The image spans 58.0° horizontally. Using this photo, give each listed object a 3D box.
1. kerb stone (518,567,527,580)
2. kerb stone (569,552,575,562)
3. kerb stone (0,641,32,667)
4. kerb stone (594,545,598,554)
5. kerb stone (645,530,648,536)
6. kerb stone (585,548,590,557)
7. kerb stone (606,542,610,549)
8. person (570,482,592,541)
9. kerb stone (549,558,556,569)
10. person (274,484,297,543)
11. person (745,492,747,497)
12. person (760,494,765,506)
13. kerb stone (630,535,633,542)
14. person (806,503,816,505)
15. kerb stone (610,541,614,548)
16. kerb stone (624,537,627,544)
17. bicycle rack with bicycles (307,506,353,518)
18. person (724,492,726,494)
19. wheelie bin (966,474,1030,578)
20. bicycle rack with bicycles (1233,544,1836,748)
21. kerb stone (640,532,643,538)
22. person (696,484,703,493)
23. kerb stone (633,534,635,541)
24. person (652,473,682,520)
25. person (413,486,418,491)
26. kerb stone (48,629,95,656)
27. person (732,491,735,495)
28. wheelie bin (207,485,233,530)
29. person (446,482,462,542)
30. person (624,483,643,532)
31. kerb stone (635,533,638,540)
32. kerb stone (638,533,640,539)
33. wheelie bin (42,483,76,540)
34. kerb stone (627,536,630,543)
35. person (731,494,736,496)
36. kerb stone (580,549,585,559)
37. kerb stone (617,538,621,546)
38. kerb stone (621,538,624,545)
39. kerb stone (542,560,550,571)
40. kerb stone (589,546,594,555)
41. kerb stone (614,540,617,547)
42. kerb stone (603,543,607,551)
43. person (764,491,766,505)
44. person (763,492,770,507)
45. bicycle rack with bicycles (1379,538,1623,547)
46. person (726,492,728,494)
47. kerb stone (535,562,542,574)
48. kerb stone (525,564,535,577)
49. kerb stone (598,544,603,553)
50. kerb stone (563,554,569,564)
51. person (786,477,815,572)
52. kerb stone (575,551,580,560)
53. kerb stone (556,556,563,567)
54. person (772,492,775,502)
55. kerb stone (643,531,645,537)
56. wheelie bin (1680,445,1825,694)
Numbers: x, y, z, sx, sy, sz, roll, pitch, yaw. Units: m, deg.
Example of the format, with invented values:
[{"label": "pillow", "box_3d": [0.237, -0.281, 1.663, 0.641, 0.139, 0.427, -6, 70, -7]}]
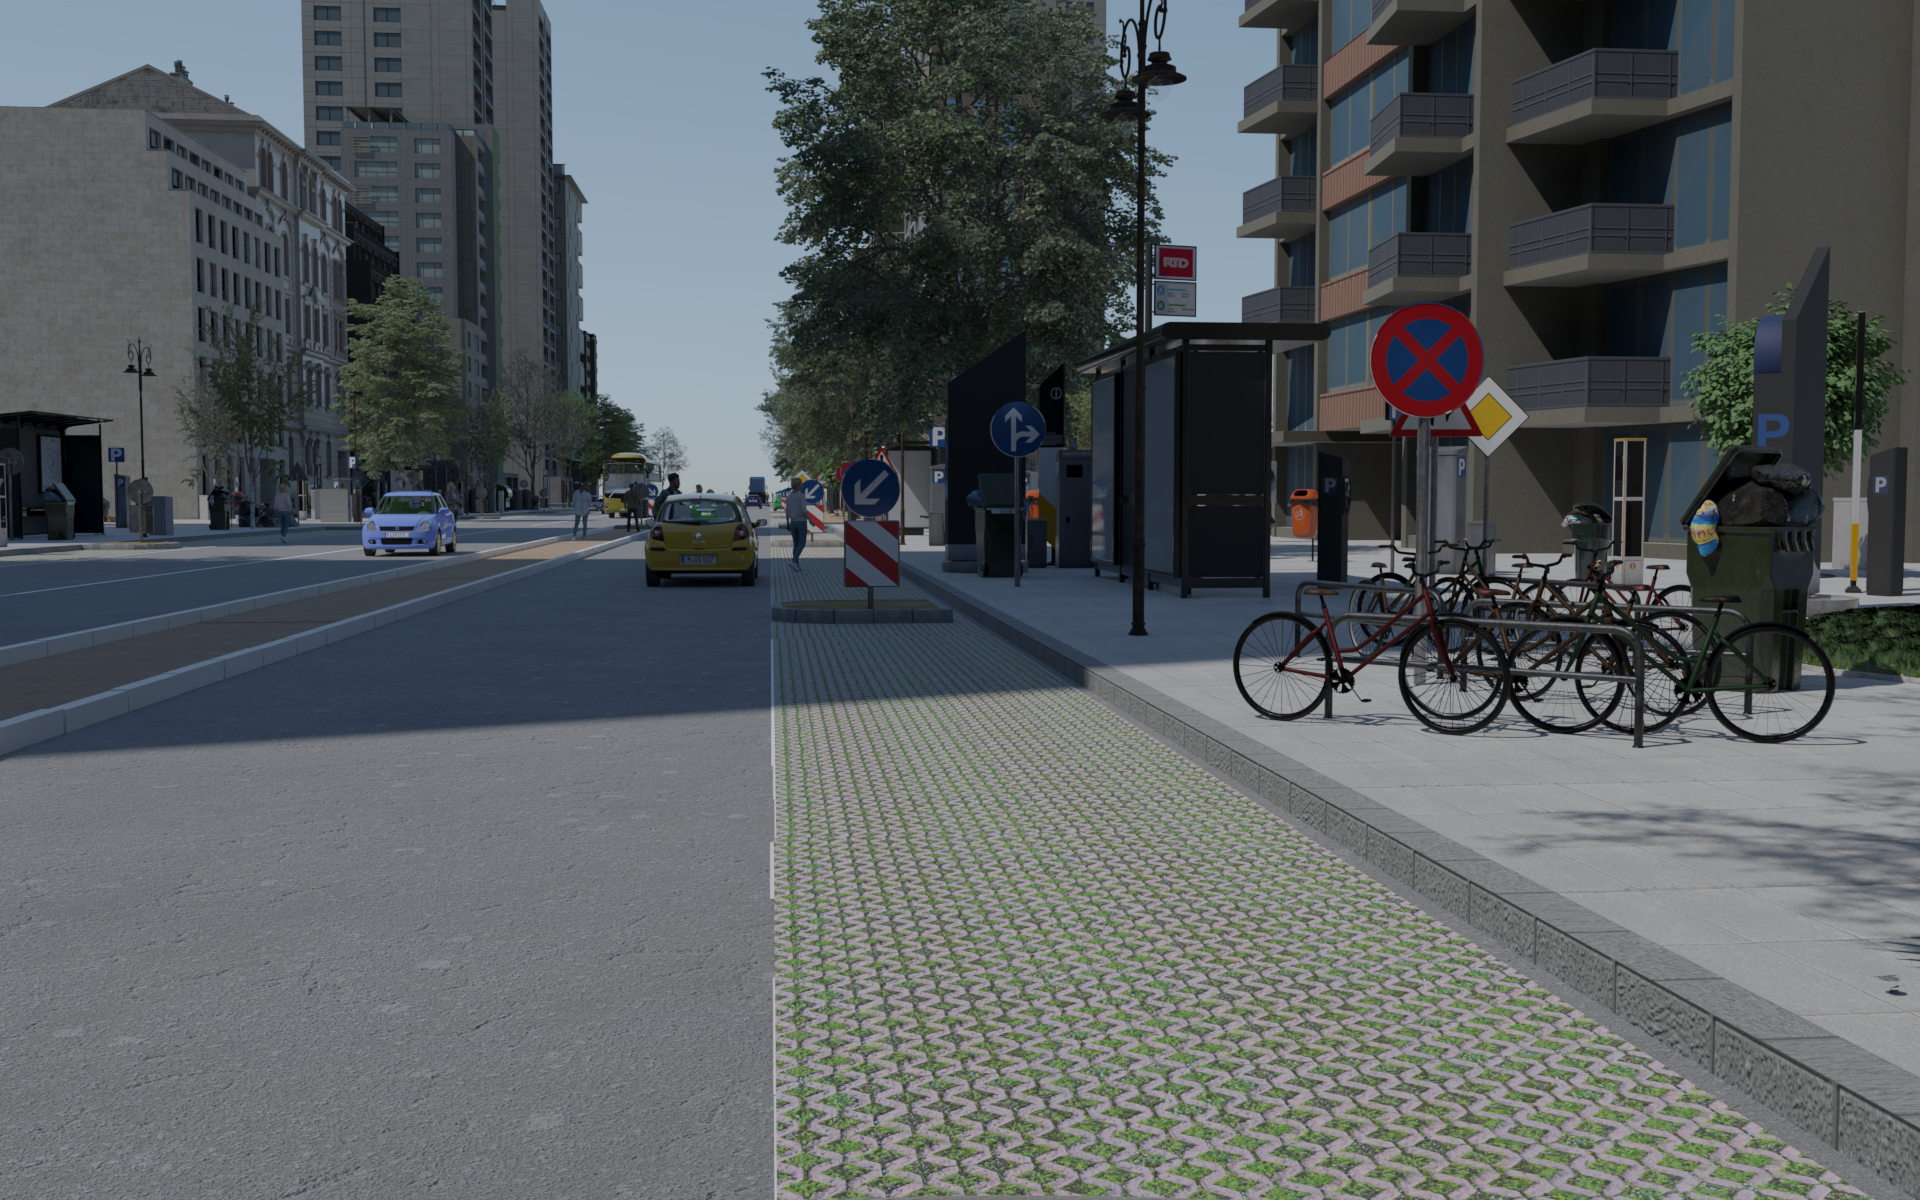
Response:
[{"label": "kerb stone", "box_3d": [-7.482, -0.428, 29.211, 0.120, 0.150, 1.000, 0, 4, -6]}, {"label": "kerb stone", "box_3d": [-8.253, -0.863, 36.339, 0.120, 0.150, 1.000, 0, 4, -6]}, {"label": "kerb stone", "box_3d": [-7.999, 0.463, 14.661, 0.120, 0.150, 1.000, 0, 4, -6]}, {"label": "kerb stone", "box_3d": [-8.823, -1.177, 41.438, 0.120, 0.150, 1.000, 0, 4, -6]}, {"label": "kerb stone", "box_3d": [-10.600, -2.174, 57.746, 0.120, 0.150, 1.000, 0, 4, -6]}, {"label": "kerb stone", "box_3d": [-8.590, -1.053, 39.406, 0.120, 0.150, 1.000, 0, 4, -6]}, {"label": "kerb stone", "box_3d": [-9.153, -1.357, 44.499, 0.120, 0.150, 1.000, 0, 4, -6]}, {"label": "person", "box_3d": [-11.511, -2.680, 52.576, 0.793, 1.790, 0.793, -3, 4, -36]}, {"label": "kerb stone", "box_3d": [-7.928, -0.675, 33.283, 0.120, 0.150, 1.000, 0, 4, -6]}, {"label": "person", "box_3d": [-19.785, -2.542, 50.732, 0.731, 1.740, 0.598, 0, 4, 0]}, {"label": "person", "box_3d": [-35.948, -17.216, 290.899, 0.530, 1.710, 0.541, 0, 4, -3]}, {"label": "person", "box_3d": [-24.464, -12.399, 214.479, 1.065, 1.426, 0.557, 3, 5, 45]}, {"label": "kerb stone", "box_3d": [-9.934, -1.794, 51.638, 0.120, 0.150, 1.000, 0, 4, -6]}, {"label": "person", "box_3d": [-5.629, -3.375, 64.037, 0.716, 1.782, 0.532, -3, 5, -42]}, {"label": "kerb stone", "box_3d": [-9.262, -1.426, 45.515, 0.120, 0.150, 1.000, 0, 4, -6]}, {"label": "kerb stone", "box_3d": [-9.709, -1.676, 49.602, 0.120, 0.150, 1.000, 0, 4, -6]}, {"label": "bicycle rack with bicycles", "box_3d": [-34.408, -4.981, 94.821, 2.925, 0.926, 2.852, -1, 4, -23]}, {"label": "person", "box_3d": [-39.455, -17.210, 290.593, 1.217, 1.736, 0.721, 1, 4, 10]}, {"label": "wheelie bin", "box_3d": [0.563, -1.155, 26.789, 0.980, 1.594, 0.693, -1, 4, -15]}, {"label": "bicycle rack with bicycles", "box_3d": [3.383, 0.221, 9.772, 2.925, 0.926, 2.852, 3, 5, 42]}, {"label": "kerb stone", "box_3d": [-10.375, -2.050, 55.710, 0.120, 0.150, 1.000, 0, 4, -6]}, {"label": "person", "box_3d": [-9.698, -3.409, 64.425, 0.728, 1.800, 0.709, 1, 4, 16]}, {"label": "kerb stone", "box_3d": [-10.046, -1.863, 52.654, 0.120, 0.150, 1.000, 0, 4, -6]}, {"label": "person", "box_3d": [-5.284, -1.445, 32.103, 0.794, 1.824, 0.713, -3, 4, -37]}, {"label": "person", "box_3d": [-20.633, -3.455, 65.566, 0.480, 1.755, 0.524, -1, 4, -23]}, {"label": "kerb stone", "box_3d": [-8.116, 0.398, 15.689, 0.120, 0.150, 1.000, 0, 4, -6]}, {"label": "person", "box_3d": [-25.016, -11.137, 190.608, 0.705, 1.821, 1.348, -3, 4, -36]}, {"label": "wheelie bin", "box_3d": [-26.472, -3.308, 62.000, 0.693, 1.594, 0.980, 0, 4, 0]}, {"label": "person", "box_3d": [-15.208, -2.656, 52.114, 0.537, 1.800, 0.526, -3, 5, -45]}, {"label": "person", "box_3d": [-12.311, -3.477, 65.258, 0.656, 1.842, 0.836, -3, 5, -39]}, {"label": "kerb stone", "box_3d": [-10.153, -1.925, 53.671, 0.120, 0.150, 1.000, 0, 4, -6]}, {"label": "kerb stone", "box_3d": [-10.269, -1.987, 54.687, 0.120, 0.150, 1.000, 0, 4, -6]}, {"label": "wheelie bin", "box_3d": [-25.099, -2.466, 48.226, 0.693, 1.594, 0.980, 0, 4, -5]}, {"label": "kerb stone", "box_3d": [-9.829, -1.733, 50.621, 0.120, 0.150, 1.000, 0, 4, -6]}, {"label": "person", "box_3d": [-34.947, -15.731, 266.529, 1.217, 1.723, 0.721, -1, 4, -18]}, {"label": "kerb stone", "box_3d": [-8.486, -0.990, 38.389, 0.120, 0.150, 1.000, 0, 4, -6]}, {"label": "kerb stone", "box_3d": [-9.488, -1.547, 47.550, 0.120, 0.150, 1.000, 0, 4, -6]}, {"label": "kerb stone", "box_3d": [-9.599, -1.612, 48.580, 0.120, 0.150, 1.000, 0, 4, -6]}, {"label": "kerb stone", "box_3d": [-7.813, -0.614, 32.267, 0.120, 0.150, 1.000, 0, 4, -6]}, {"label": "kerb stone", "box_3d": [-8.707, -1.113, 40.422, 0.120, 0.150, 1.000, 0, 4, -6]}, {"label": "kerb stone", "box_3d": [-9.380, -1.488, 46.530, 0.120, 0.150, 1.000, 0, 4, -6]}, {"label": "kerb stone", "box_3d": [-9.044, -1.302, 43.482, 0.120, 0.150, 1.000, 0, 4, -6]}, {"label": "person", "box_3d": [-25.328, -13.239, 224.984, 1.348, 1.821, 0.705, -1, 4, -21]}, {"label": "person", "box_3d": [-21.574, -11.234, 192.971, 0.445, 1.727, 0.742, 3, 5, 43]}, {"label": "bicycle rack with bicycles", "box_3d": [3.871, 0.002, 13.342, 2.852, 0.926, 2.925, -1, 4, -21]}, {"label": "person", "box_3d": [-41.383, -18.321, 308.834, 0.721, 1.735, 1.217, 1, 4, 14]}, {"label": "kerb stone", "box_3d": [-7.708, -0.554, 31.250, 0.120, 0.150, 1.000, 0, 4, -6]}, {"label": "kerb stone", "box_3d": [-7.589, -0.491, 30.229, 0.120, 0.150, 1.000, 0, 4, -6]}, {"label": "kerb stone", "box_3d": [-8.921, -1.237, 42.456, 0.120, 0.150, 1.000, 0, 4, -6]}, {"label": "kerb stone", "box_3d": [-8.150, -0.803, 35.317, 0.120, 0.150, 1.000, 0, 4, -6]}, {"label": "person", "box_3d": [-2.991, -1.394, 31.969, 0.731, 1.740, 0.598, 2, 4, 25]}, {"label": "kerb stone", "box_3d": [-8.370, -0.927, 37.355, 0.120, 0.150, 1.000, 0, 4, -6]}, {"label": "kerb stone", "box_3d": [-8.040, -0.740, 34.299, 0.120, 0.150, 1.000, 0, 4, -6]}, {"label": "person", "box_3d": [-33.159, -18.244, 307.500, 0.721, 1.736, 1.217, 1, 4, 19]}, {"label": "kerb stone", "box_3d": [-10.492, -2.112, 56.728, 0.120, 0.150, 1.000, 0, 4, -6]}, {"label": "wheelie bin", "box_3d": [5.226, -0.213, 11.397, 0.980, 1.594, 0.693, -3, 4, -38]}]
